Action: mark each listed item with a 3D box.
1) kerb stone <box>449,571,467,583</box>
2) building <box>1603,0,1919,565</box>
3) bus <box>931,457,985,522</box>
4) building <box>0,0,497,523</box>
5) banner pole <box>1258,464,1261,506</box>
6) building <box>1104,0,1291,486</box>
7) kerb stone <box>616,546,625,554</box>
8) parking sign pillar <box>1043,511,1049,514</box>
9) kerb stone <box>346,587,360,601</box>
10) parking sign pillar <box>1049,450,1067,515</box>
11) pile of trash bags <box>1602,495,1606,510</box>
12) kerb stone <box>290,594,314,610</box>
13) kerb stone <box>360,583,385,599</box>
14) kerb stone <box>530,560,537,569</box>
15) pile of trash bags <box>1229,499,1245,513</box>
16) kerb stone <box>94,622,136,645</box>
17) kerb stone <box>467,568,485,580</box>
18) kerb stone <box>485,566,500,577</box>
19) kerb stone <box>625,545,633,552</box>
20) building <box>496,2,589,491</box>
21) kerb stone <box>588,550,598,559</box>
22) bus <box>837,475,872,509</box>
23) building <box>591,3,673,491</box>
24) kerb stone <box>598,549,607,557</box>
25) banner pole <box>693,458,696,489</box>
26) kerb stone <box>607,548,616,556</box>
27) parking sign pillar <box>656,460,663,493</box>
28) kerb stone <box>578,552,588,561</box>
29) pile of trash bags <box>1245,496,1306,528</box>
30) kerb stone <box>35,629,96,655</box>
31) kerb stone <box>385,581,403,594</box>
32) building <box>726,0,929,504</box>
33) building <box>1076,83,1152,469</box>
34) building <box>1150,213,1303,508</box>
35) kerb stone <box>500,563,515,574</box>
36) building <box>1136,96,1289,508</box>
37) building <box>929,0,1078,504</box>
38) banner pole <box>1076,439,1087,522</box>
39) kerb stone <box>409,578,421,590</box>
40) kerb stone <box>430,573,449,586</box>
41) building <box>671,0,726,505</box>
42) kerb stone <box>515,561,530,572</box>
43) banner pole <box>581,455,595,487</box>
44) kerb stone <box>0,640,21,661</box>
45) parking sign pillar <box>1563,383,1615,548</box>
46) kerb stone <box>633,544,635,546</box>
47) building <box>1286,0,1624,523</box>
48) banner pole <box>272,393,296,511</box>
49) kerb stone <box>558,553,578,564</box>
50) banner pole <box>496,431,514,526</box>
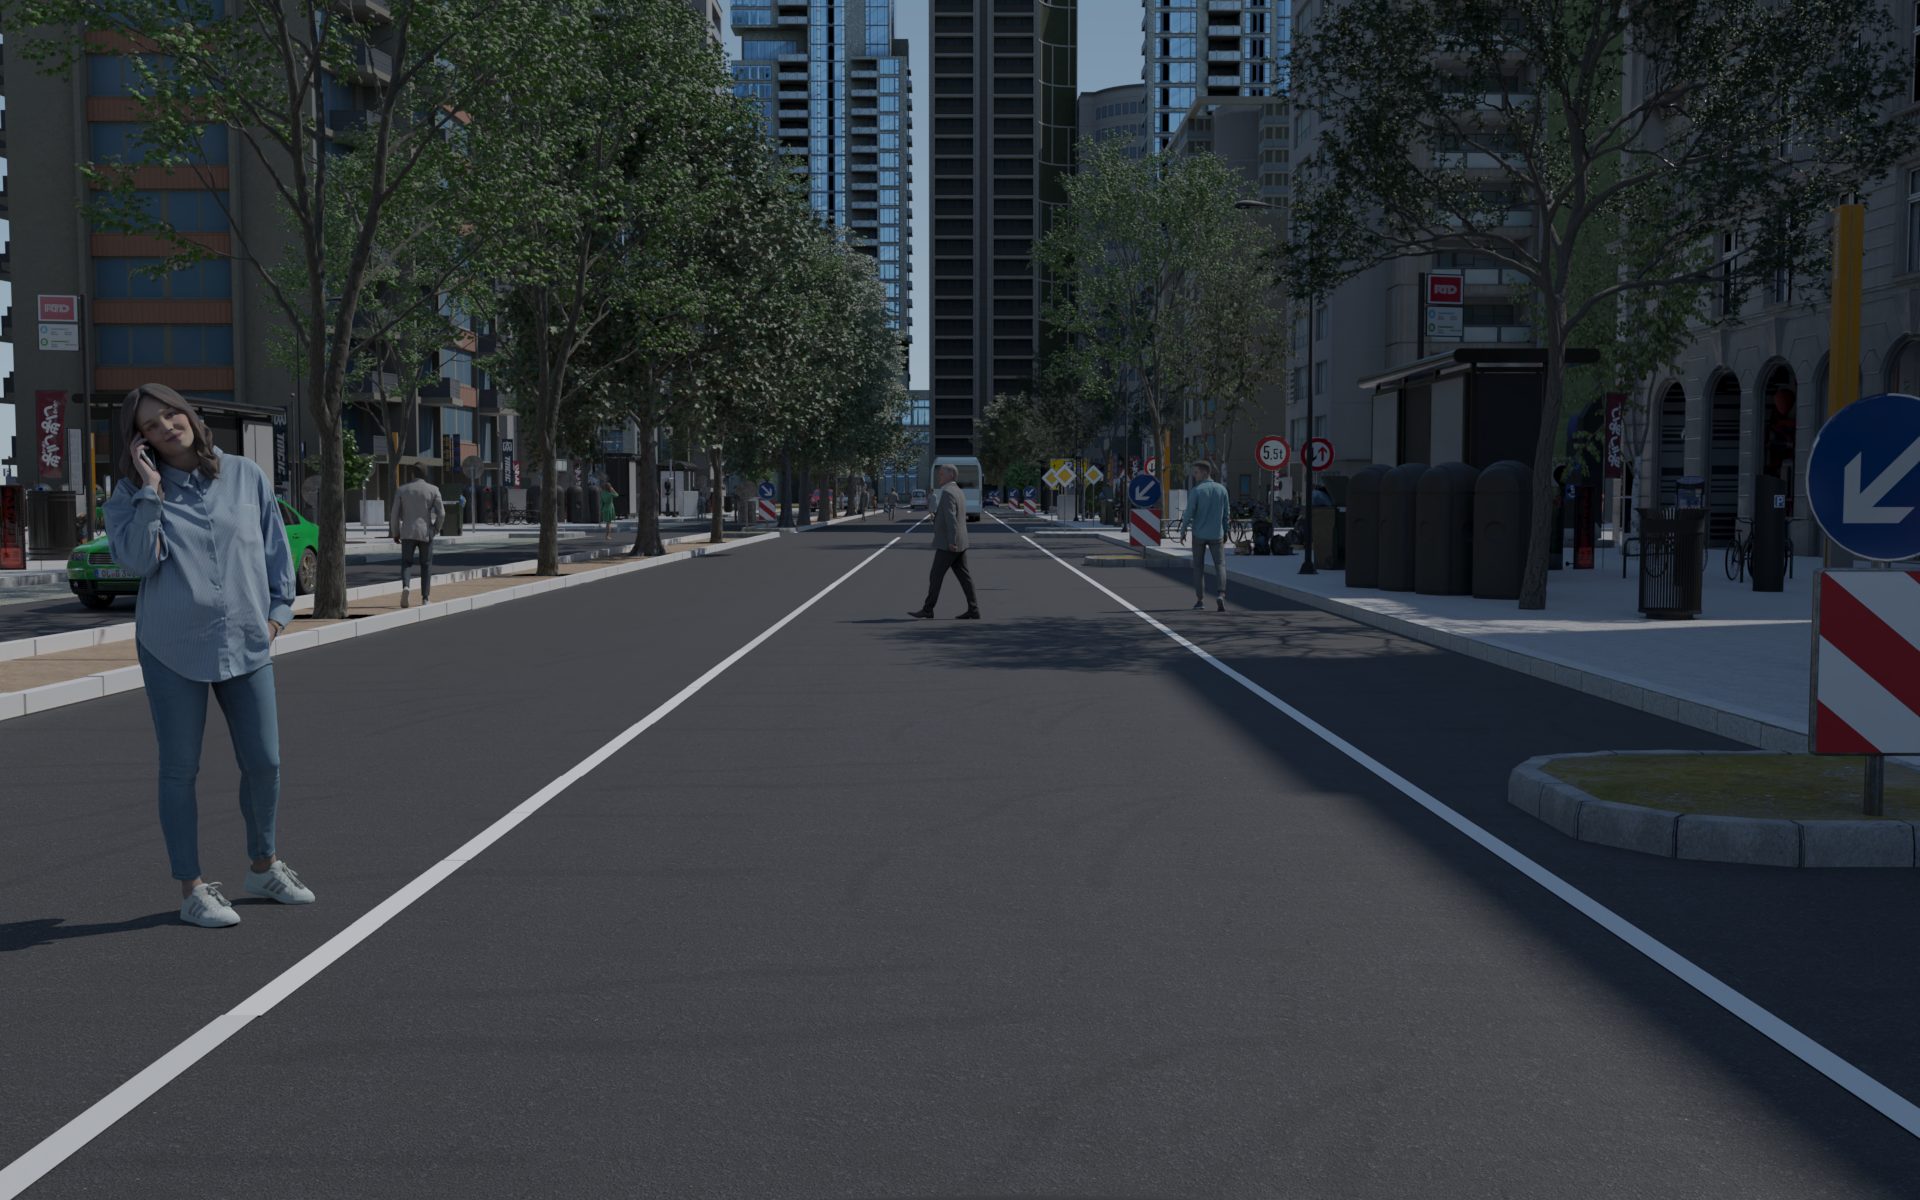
[{"bbox_3d":[-8.224,-0.355,28.056,0.120,0.150,1.000,0,3,0],"label":"kerb stone"},{"bbox_3d":[23.156,-11.739,33.731,13.314,21.916,24.055,0,3,0],"label":"building"},{"bbox_3d":[-0.107,-6.039,93.605,2.948,3.499,13.247,0,4,1],"label":"bus"},{"bbox_3d":[-35.874,-26.581,89.228,22.147,44.769,28.867,0,3,0],"label":"building"},{"bbox_3d":[16.904,-6.592,97.802,0.401,3.779,0.863,0,4,-3],"label":"banner pole"},{"bbox_3d":[28.295,-53.550,188.220,22.319,86.520,31.000,0,3,0],"label":"building"},{"bbox_3d":[-8.235,-1.170,41.391,0.120,0.150,1.000,0,3,0],"label":"kerb stone"},{"bbox_3d":[6.231,-7.720,114.691,1.447,3.967,1.447,0,4,-6],"label":"parking sign pillar"},{"bbox_3d":[-8.217,-0.046,22.942,0.120,0.150,1.000,0,3,0],"label":"kerb stone"},{"bbox_3d":[6.588,-7.235,106.768,1.447,3.967,1.447,2,4,29],"label":"parking sign pillar"},{"bbox_3d":[16.305,-2.341,48.031,3.447,1.369,1.912,-1,4,-15],"label":"pile of trash bags"},{"bbox_3d":[-8.231,0.017,21.920,0.120,0.150,1.000,0,3,0],"label":"kerb stone"},{"bbox_3d":[-8.213,-0.108,23.964,0.120,0.150,1.000,0,3,0],"label":"kerb stone"},{"bbox_3d":[-8.232,-0.673,33.193,0.120,0.150,1.000,0,3,0],"label":"kerb stone"},{"bbox_3d":[12.275,-4.307,80.170,1.912,1.369,3.447,-3,4,-36],"label":"pile of trash bags"},{"bbox_3d":[-8.211,0.331,16.800,0.120,0.150,1.000,0,3,0],"label":"kerb stone"},{"bbox_3d":[-8.223,-0.417,29.078,0.120,0.150,1.000,0,3,0],"label":"kerb stone"},{"bbox_3d":[-8.230,-0.481,30.099,0.120,0.150,1.000,0,3,0],"label":"kerb stone"},{"bbox_3d":[-8.235,-1.237,42.413,0.120,0.150,1.000,0,3,0],"label":"kerb stone"},{"bbox_3d":[-33.652,-26.616,118.759,14.154,41.232,14.086,0,3,0],"label":"building"},{"bbox_3d":[-8.233,-0.983,38.324,0.120,0.150,1.000,0,3,0],"label":"kerb stone"},{"bbox_3d":[-10.028,-10.363,164.293,2.948,3.499,13.247,0,4,0],"label":"bus"},{"bbox_3d":[-37.649,-51.469,154.195,22.319,86.520,31.000,0,3,0],"label":"building"},{"bbox_3d":[-8.235,-1.049,39.346,0.120,0.150,1.000,0,3,0],"label":"kerb stone"},{"bbox_3d":[-18.303,-7.904,119.253,0.401,3.779,0.863,0,4,6],"label":"banner pole"},{"bbox_3d":[-8.235,-1.112,40.369,0.120,0.150,1.000,0,3,0],"label":"kerb stone"},{"bbox_3d":[-22.896,-8.738,131.332,1.447,3.967,1.447,1,4,19],"label":"parking sign pillar"},{"bbox_3d":[-8.226,-0.924,37.302,0.120,0.150,1.000,0,3,0],"label":"kerb stone"},{"bbox_3d":[12.988,-3.466,66.415,3.447,1.369,1.912,0,4,-7],"label":"pile of trash bags"},{"bbox_3d":[-8.207,0.392,15.778,0.120,0.150,1.000,0,3,0],"label":"kerb stone"},{"bbox_3d":[-8.215,-0.171,24.986,0.120,0.150,1.000,0,3,0],"label":"kerb stone"},{"bbox_3d":[-19.740,-56.967,244.074,31.000,86.520,22.319,0,3,0],"label":"building"},{"bbox_3d":[30.476,-42.999,245.030,28.212,58.520,21.231,0,3,0],"label":"building"},{"bbox_3d":[28.747,-16.890,121.198,27.650,21.520,28.899,0,3,0],"label":"building"},{"bbox_3d":[-8.228,-0.540,31.137,0.120,0.150,1.000,0,3,0],"label":"kerb stone"},{"bbox_3d":[32.767,-28.765,162.192,32.217,40.220,23.993,0,3,0],"label":"building"},{"bbox_3d":[6.066,-49.248,243.454,20.611,71.187,20.563,0,3,0],"label":"building"},{"bbox_3d":[5.533,-5.477,79.564,0.401,3.779,0.863,-2,4,-28],"label":"banner pole"},{"bbox_3d":[-8.215,-0.233,26.012,0.120,0.150,1.000,0,3,0],"label":"kerb stone"},{"bbox_3d":[-8.226,-0.296,27.033,0.120,0.150,1.000,0,3,0],"label":"kerb stone"},{"bbox_3d":[-41.077,-39.884,194.107,28.212,58.520,21.231,0,3,0],"label":"building"},{"bbox_3d":[-8.225,-0.609,32.159,0.120,0.150,1.000,0,3,0],"label":"kerb stone"},{"bbox_3d":[-17.964,-5.713,83.423,0.863,3.779,0.401,-1,4,-22],"label":"banner pole"},{"bbox_3d":[-8.215,0.455,14.757,0.120,0.150,1.000,0,3,0],"label":"kerb stone"},{"bbox_3d":[15.040,-3.256,41.708,1.447,3.967,1.447,3,5,41],"label":"parking sign pillar"},{"bbox_3d":[-8.230,-1.299,43.436,0.120,0.150,1.000,0,3,0],"label":"kerb stone"},{"bbox_3d":[23.701,-24.348,81.678,14.086,41.232,14.154,0,3,0],"label":"building"},{"bbox_3d":[-16.787,-3.251,43.167,0.863,3.779,0.401,1,4,21],"label":"banner pole"},{"bbox_3d":[-8.230,-0.854,36.276,0.120,0.150,1.000,0,3,0],"label":"kerb stone"},{"bbox_3d":[-18.125,-4.823,68.871,0.863,3.779,0.401,-3,4,-37],"label":"banner pole"}]
